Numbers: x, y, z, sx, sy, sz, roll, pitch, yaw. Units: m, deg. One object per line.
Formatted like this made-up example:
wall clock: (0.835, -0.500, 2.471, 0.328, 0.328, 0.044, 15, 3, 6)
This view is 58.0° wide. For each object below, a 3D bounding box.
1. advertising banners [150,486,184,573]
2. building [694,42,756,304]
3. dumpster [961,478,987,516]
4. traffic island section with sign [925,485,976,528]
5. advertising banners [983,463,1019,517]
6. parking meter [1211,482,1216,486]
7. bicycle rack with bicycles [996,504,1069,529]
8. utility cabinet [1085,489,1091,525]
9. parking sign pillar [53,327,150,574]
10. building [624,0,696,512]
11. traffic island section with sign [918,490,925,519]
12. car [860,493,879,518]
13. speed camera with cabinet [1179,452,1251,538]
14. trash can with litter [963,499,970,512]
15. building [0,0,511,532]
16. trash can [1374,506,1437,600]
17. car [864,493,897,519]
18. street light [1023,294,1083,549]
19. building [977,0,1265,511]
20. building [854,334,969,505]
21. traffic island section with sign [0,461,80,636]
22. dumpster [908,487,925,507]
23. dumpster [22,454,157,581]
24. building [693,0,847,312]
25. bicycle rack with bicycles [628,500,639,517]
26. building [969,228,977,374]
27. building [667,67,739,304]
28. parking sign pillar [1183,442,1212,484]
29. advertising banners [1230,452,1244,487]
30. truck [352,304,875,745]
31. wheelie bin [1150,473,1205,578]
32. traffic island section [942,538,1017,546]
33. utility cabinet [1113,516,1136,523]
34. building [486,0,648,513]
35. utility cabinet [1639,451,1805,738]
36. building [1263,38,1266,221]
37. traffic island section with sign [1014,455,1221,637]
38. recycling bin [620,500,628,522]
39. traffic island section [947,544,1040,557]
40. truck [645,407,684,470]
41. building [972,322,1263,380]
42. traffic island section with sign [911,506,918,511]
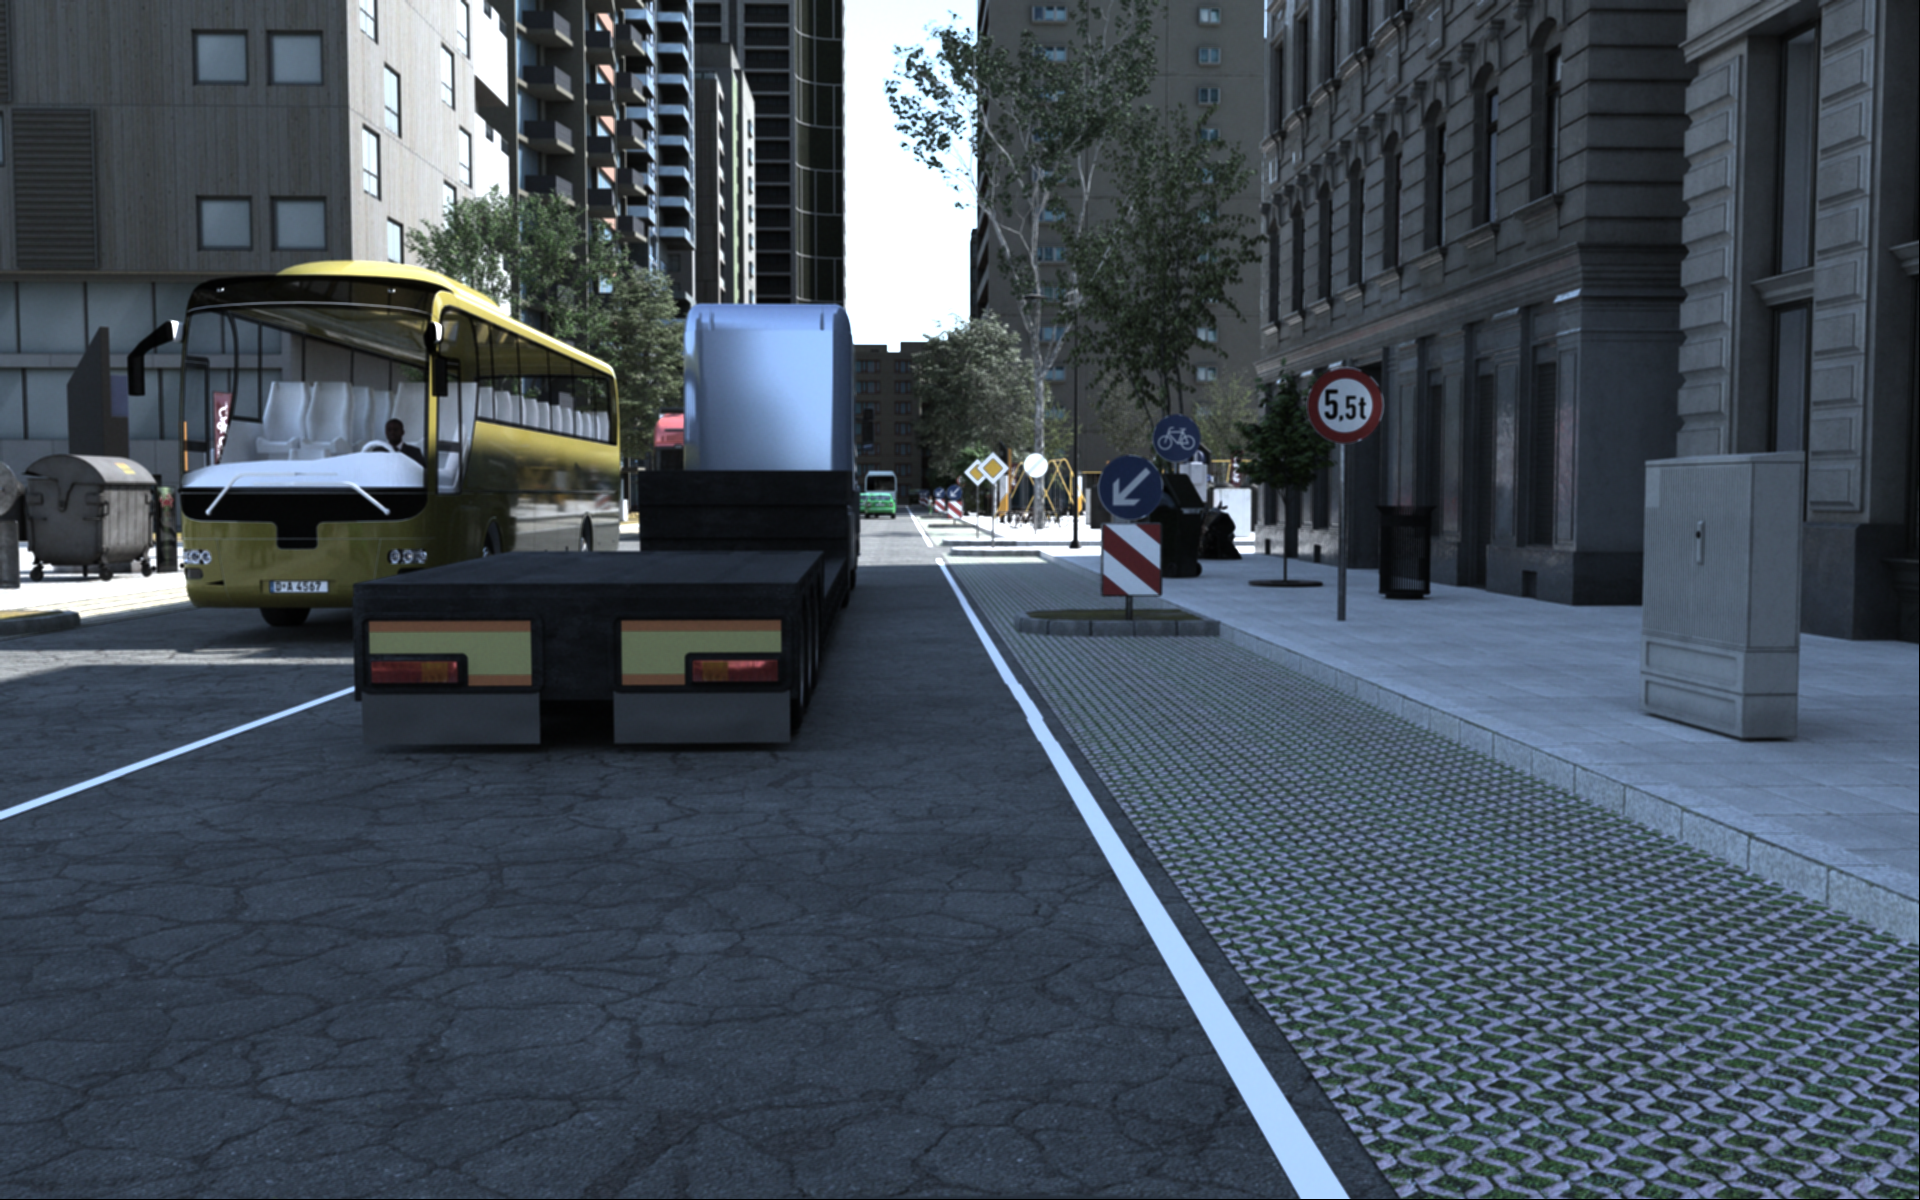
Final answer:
advertising banners: (-12.767, -2.001, 28.899, 0.090, 3.025, 2.074, 1, 4, 15)
building: (-33.090, -34.257, 183.797, 21.600, 48.544, 21.300, 0, 4, -2)
dumpster: (0.806, -5.977, 100.224, 1.502, 2.255, 1.985, 0, 4, -2)
traffic island section with sign: (-0.360, -3.985, 73.785, 1.989, 1.847, 2.006, 0, 4, -2)
advertising banners: (2.298, -6.197, 97.513, 2.074, 3.025, 0.090, 1, 4, 16)
parking meter: (12.195, -4.787, 83.977, 0.255, 1.863, 0.399, 3, 4, 39)
bicycle rack with bicycles: (2.722, -3.133, 64.612, 2.925, 0.926, 2.852, -1, 4, -22)
utility cabinet: (5.406, -3.862, 71.828, 0.318, 1.500, 1.173, 1, 4, 10)
parking sign pillar: (-14.179, -2.449, 28.512, 1.447, 3.967, 1.447, 3, 5, 40)
building: (-31.781, -50.421, 137.053, 22.319, 86.520, 31.000, 0, 4, -2)
traffic island section with sign: (-1.300, -5.633, 100.724, 1.989, 1.847, 2.006, 0, 4, -2)
car: (-5.882, -5.987, 106.678, 1.959, 1.807, 4.718, 0, 4, -3)
speed camera with cabinet: (7.470, -3.446, 50.685, 2.038, 3.252, 0.660, -1, 4, -12)
trash can with litter: (0.705, -6.892, 124.066, 1.055, 1.170, 0.624, 0, 4, 3)
building: (-34.040, -29.340, 68.952, 28.713, 52.752, 27.495, 0, 4, -2)
trash can: (5.460, -0.587, 21.245, 0.748, 1.137, 0.748, 0, 3, 0)
car: (-4.674, -5.670, 101.494, 1.959, 1.807, 4.718, 0, 4, -3)
street light: (2.171, -4.154, 40.464, 1.470, 5.913, 1.316, 0, 4, -2)
building: (12.477, -31.735, 142.576, 21.300, 48.544, 21.600, 0, 4, -2)
building: (0.314, -23.197, 224.318, 28.899, 21.520, 27.650, 0, 4, -2)
traffic island section with sign: (-10.431, -0.578, 18.078, 1.989, 1.847, 2.006, 0, 4, -2)
dumpster: (-4.926, -11.815, 198.124, 1.985, 2.255, 1.502, 0, 4, -3)
dumpster: (-13.115, -1.246, 26.134, 1.264, 1.857, 1.865, 0, 4, -2)
building: (-24.816, -47.710, 218.304, 20.611, 71.187, 20.563, 0, 4, -2)
bicycle rack with bicycles: (-17.252, -5.140, 97.422, 2.925, 0.926, 2.852, 3, 5, 44)
building: (7.968, -25.574, 189.839, 14.160, 30.474, 14.107, 0, 4, -2)
building: (-28.234, -29.204, 161.074, 14.154, 41.232, 14.086, 0, 4, -2)
parking sign pillar: (10.316, -5.315, 75.378, 1.447, 3.967, 1.447, -3, 5, -41)
advertising banners: (10.304, -4.472, 69.300, 2.074, 3.025, 0.090, 1, 4, 12)
truck: (-2.485, -1.774, 18.766, 2.967, 4.110, 18.799, 0, 4, -2)
wheelie bin: (3.292, -1.149, 26.700, 0.693, 1.594, 0.980, 3, 5, 44)
traffic island section: (0.517, -1.621, 48.780, 2.009, 0.180, 2.903, 0, 4, -2)
utility cabinet: (3.124, -1.487, 32.987, 0.318, 1.500, 1.173, 1, 4, 12)
building: (-31.301, -27.572, 105.427, 22.147, 44.769, 28.867, 0, 4, -2)
utility cabinet: (4.136, -0.050, 9.491, 0.318, 1.500, 1.173, 0, 4, -4)
building: (44.316, -41.549, 221.317, 28.212, 58.520, 21.231, 0, 4, -2)
traffic island section with sign: (1.590, -0.589, 18.250, 1.989, 1.847, 2.006, 0, 4, -2)
recycling bin: (-15.816, -4.134, 80.147, 0.722, 1.027, 0.722, 0, 4, 4)
traffic island section: (0.797, -1.133, 40.800, 2.009, 0.180, 2.903, 0, 4, -2)
truck: (-8.613, -4.233, 58.128, 2.839, 4.237, 11.283, 0, 4, -4)
building: (15.555, -19.808, 168.901, 27.650, 21.520, 28.899, 0, 4, -2)
traffic island section with sign: (-3.092, -8.743, 151.574, 1.989, 1.847, 2.006, 0, 4, -2)
